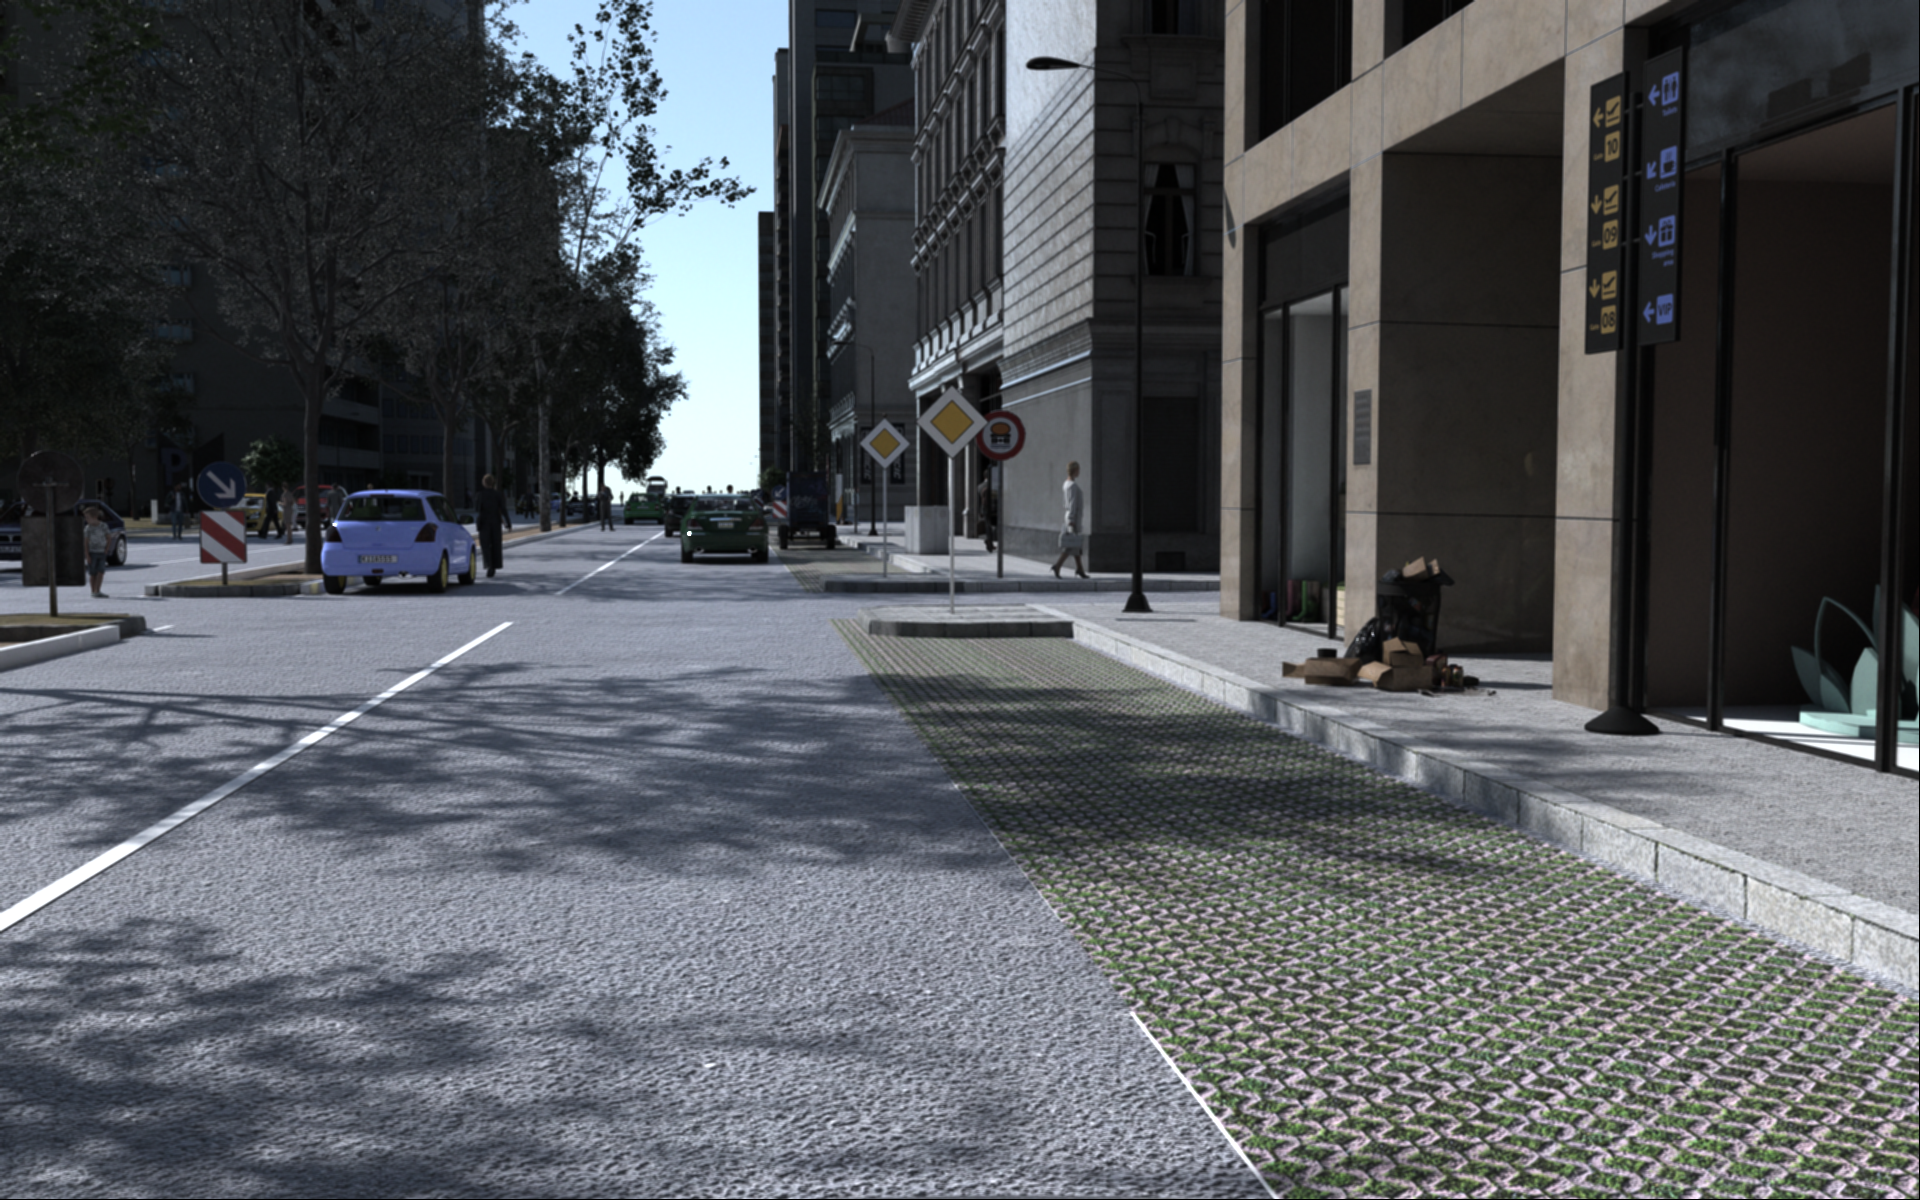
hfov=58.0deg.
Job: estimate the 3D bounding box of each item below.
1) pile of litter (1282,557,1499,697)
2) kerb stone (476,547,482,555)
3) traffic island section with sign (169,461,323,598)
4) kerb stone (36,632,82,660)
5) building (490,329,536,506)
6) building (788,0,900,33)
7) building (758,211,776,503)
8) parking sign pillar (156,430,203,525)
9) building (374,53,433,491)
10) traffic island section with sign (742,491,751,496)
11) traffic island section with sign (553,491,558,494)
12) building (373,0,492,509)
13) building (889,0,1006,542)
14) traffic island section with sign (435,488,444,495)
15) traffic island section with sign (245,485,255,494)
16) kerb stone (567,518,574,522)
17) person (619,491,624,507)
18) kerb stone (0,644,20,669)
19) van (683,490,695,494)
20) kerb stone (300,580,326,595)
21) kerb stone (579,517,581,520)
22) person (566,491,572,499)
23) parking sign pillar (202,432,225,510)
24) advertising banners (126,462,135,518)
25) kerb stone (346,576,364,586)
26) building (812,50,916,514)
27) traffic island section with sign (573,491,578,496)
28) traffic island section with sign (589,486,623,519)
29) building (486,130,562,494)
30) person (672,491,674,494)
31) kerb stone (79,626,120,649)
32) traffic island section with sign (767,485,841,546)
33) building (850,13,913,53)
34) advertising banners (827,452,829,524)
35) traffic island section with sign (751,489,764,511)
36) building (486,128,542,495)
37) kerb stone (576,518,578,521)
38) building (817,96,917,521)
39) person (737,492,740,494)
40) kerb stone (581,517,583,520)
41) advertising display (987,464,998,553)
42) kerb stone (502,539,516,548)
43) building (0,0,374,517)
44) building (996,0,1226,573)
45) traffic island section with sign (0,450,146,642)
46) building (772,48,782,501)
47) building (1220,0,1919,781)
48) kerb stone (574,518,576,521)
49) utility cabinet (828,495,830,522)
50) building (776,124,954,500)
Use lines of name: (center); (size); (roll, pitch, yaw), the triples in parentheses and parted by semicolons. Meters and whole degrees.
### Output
pile of litter: (2.867, 0.138, 11.703); (1.176, 0.858, 1.719); (-1, 4, -11)
kerb stone: (-11.682, -1.233, 42.366); (0.120, 0.150, 1.000); (0, 4, -8)
traffic island section with sign: (-10.415, -1.026, 24.906); (2.006, 1.907, 1.989); (0, 4, -8)
kerb stone: (-8.082, 0.420, 15.405); (0.120, 0.150, 1.000); (0, 4, -8)
building: (-63.362, -21.337, 193.906); (27.650, 21.520, 28.899); (0, 4, -8)
building: (-5.432, -37.938, 162.279); (21.231, 58.520, 28.212); (0, 4, -8)
building: (-22.347, -34.823, 252.957); (14.154, 41.232, 14.086); (0, 4, -8)
parking sign pillar: (-33.231, -5.180, 73.159); (1.447, 3.967, 1.447); (2, 4, 26)
building: (-56.985, -26.707, 128.540); (32.217, 40.220, 23.993); (0, 4, -8)
traffic island section with sign: (-14.581, -7.104, 124.782); (1.989, 1.847, 2.006); (0, 4, -8)
traffic island section with sign: (-47.600, -11.943, 203.888); (1.989, 1.847, 2.006); (0, 4, -8)
building: (-54.871, -37.465, 154.548); (21.231, 58.520, 28.212); (0, 4, -8)
building: (2.925, -12.855, 61.087); (10.553, 20.767, 40.483); (0, 4, -8)
traffic island section with sign: (-36.594, -6.914, 121.678); (1.989, 1.847, 2.006); (0, 4, -8)
traffic island section with sign: (-30.049, -3.925, 72.797); (1.989, 1.847, 2.006); (0, 4, -8)
kerb stone: (-20.025, -4.075, 88.827); (0.120, 0.150, 1.000); (0, 4, -8)
person: (-38.980, -11.623, 199.248); (0.721, 1.736, 1.217); (-2, 4, -33)
kerb stone: (-7.940, 0.477, 14.392); (0.120, 0.150, 1.000); (0, 4, -8)
van: (-31.287, -11.793, 199.831); (2.013, 2.044, 4.112); (-1, 4, -8)
kerb stone: (-9.368, -0.176, 25.077); (0.120, 0.150, 1.000); (0, 4, -8)
kerb stone: (-20.562, -4.324, 92.898); (0.120, 0.150, 1.000); (0, 4, -8)
person: (-45.161, -11.690, 199.590); (1.348, 1.831, 0.705); (0, 4, -3)
parking sign pillar: (-32.542, -5.299, 75.118); (1.447, 3.967, 1.447); (-1, 4, -11)
advertising banners: (-45.134, -6.001, 94.306); (0.090, 3.025, 2.074); (-3, 4, -36)
kerb stone: (-9.780, -0.359, 28.134); (0.120, 0.150, 1.000); (0, 4, -8)
building: (-3.058, -21.152, 117.536); (14.160, 30.474, 14.107); (0, 4, -8)
traffic island section with sign: (-51.229, -13.606, 231.086); (1.989, 1.847, 2.006); (0, 4, -8)
traffic island section with sign: (-20.392, -5.581, 99.382); (2.006, 1.907, 1.989); (0, 4, -8)
building: (-65.601, -37.252, 232.767); (21.300, 48.544, 21.600); (0, 4, -8)
person: (-33.594, -11.913, 203.214); (0.705, 1.831, 1.348); (-1, 4, -20)
kerb stone: (-8.214, 0.355, 16.437); (0.120, 0.150, 1.000); (0, 4, -8)
traffic island section with sign: (-4.400, -2.447, 48.632); (1.989, 1.847, 2.006); (0, 4, -8)
building: (3.575, -27.270, 137.753); (32.217, 40.220, 23.993); (0, 4, -8)
advertising banners: (-5.584, -4.702, 73.070); (0.090, 3.025, 2.074); (0, 4, -4)
traffic island section with sign: (-8.005, -4.096, 75.605); (1.989, 1.847, 2.006); (0, 4, -8)
building: (-59.436, -34.575, 215.403); (14.600, 45.320, 14.200); (0, 4, -8)
kerb stone: (-20.286, -4.200, 90.872); (0.120, 0.150, 1.000); (0, 4, -8)
building: (-1.201, -15.628, 91.667); (11.583, 22.565, 21.152); (0, 4, -8)
person: (-27.307, -12.561, 214.694); (0.721, 1.723, 1.217); (-1, 4, -18)
kerb stone: (-20.703, -4.384, 93.915); (0.120, 0.150, 1.000); (0, 4, -8)
advertising display: (1.034, -2.004, 37.981); (0.974, 1.923, 0.123); (-2, 4, -32)
kerb stone: (-12.359, -1.537, 47.455); (0.120, 0.150, 1.000); (0, 4, -8)
building: (-48.988, -29.523, 106.396); (21.300, 48.544, 21.600); (0, 4, -8)
building: (10.314, -11.267, 33.373); (18.267, 20.994, 9.793); (0, 4, -8)
traffic island section with sign: (-9.442, -0.577, 17.563); (2.006, 1.907, 1.989); (0, 4, -8)
building: (-14.316, -42.214, 232.203); (21.231, 58.520, 28.212); (0, 4, -8)
building: (14.492, -12.067, 1.804); (19.350, 26.468, 34.151); (0, 4, -8)
kerb stone: (-20.156, -4.138, 89.852); (0.120, 0.150, 1.000); (0, 4, -8)
utility cabinet: (-6.339, -4.156, 79.119); (0.306, 1.237, 1.020); (2, 4, 29)
building: (-10.345, -33.614, 204.220); (22.147, 44.769, 28.867); (0, 4, -8)
